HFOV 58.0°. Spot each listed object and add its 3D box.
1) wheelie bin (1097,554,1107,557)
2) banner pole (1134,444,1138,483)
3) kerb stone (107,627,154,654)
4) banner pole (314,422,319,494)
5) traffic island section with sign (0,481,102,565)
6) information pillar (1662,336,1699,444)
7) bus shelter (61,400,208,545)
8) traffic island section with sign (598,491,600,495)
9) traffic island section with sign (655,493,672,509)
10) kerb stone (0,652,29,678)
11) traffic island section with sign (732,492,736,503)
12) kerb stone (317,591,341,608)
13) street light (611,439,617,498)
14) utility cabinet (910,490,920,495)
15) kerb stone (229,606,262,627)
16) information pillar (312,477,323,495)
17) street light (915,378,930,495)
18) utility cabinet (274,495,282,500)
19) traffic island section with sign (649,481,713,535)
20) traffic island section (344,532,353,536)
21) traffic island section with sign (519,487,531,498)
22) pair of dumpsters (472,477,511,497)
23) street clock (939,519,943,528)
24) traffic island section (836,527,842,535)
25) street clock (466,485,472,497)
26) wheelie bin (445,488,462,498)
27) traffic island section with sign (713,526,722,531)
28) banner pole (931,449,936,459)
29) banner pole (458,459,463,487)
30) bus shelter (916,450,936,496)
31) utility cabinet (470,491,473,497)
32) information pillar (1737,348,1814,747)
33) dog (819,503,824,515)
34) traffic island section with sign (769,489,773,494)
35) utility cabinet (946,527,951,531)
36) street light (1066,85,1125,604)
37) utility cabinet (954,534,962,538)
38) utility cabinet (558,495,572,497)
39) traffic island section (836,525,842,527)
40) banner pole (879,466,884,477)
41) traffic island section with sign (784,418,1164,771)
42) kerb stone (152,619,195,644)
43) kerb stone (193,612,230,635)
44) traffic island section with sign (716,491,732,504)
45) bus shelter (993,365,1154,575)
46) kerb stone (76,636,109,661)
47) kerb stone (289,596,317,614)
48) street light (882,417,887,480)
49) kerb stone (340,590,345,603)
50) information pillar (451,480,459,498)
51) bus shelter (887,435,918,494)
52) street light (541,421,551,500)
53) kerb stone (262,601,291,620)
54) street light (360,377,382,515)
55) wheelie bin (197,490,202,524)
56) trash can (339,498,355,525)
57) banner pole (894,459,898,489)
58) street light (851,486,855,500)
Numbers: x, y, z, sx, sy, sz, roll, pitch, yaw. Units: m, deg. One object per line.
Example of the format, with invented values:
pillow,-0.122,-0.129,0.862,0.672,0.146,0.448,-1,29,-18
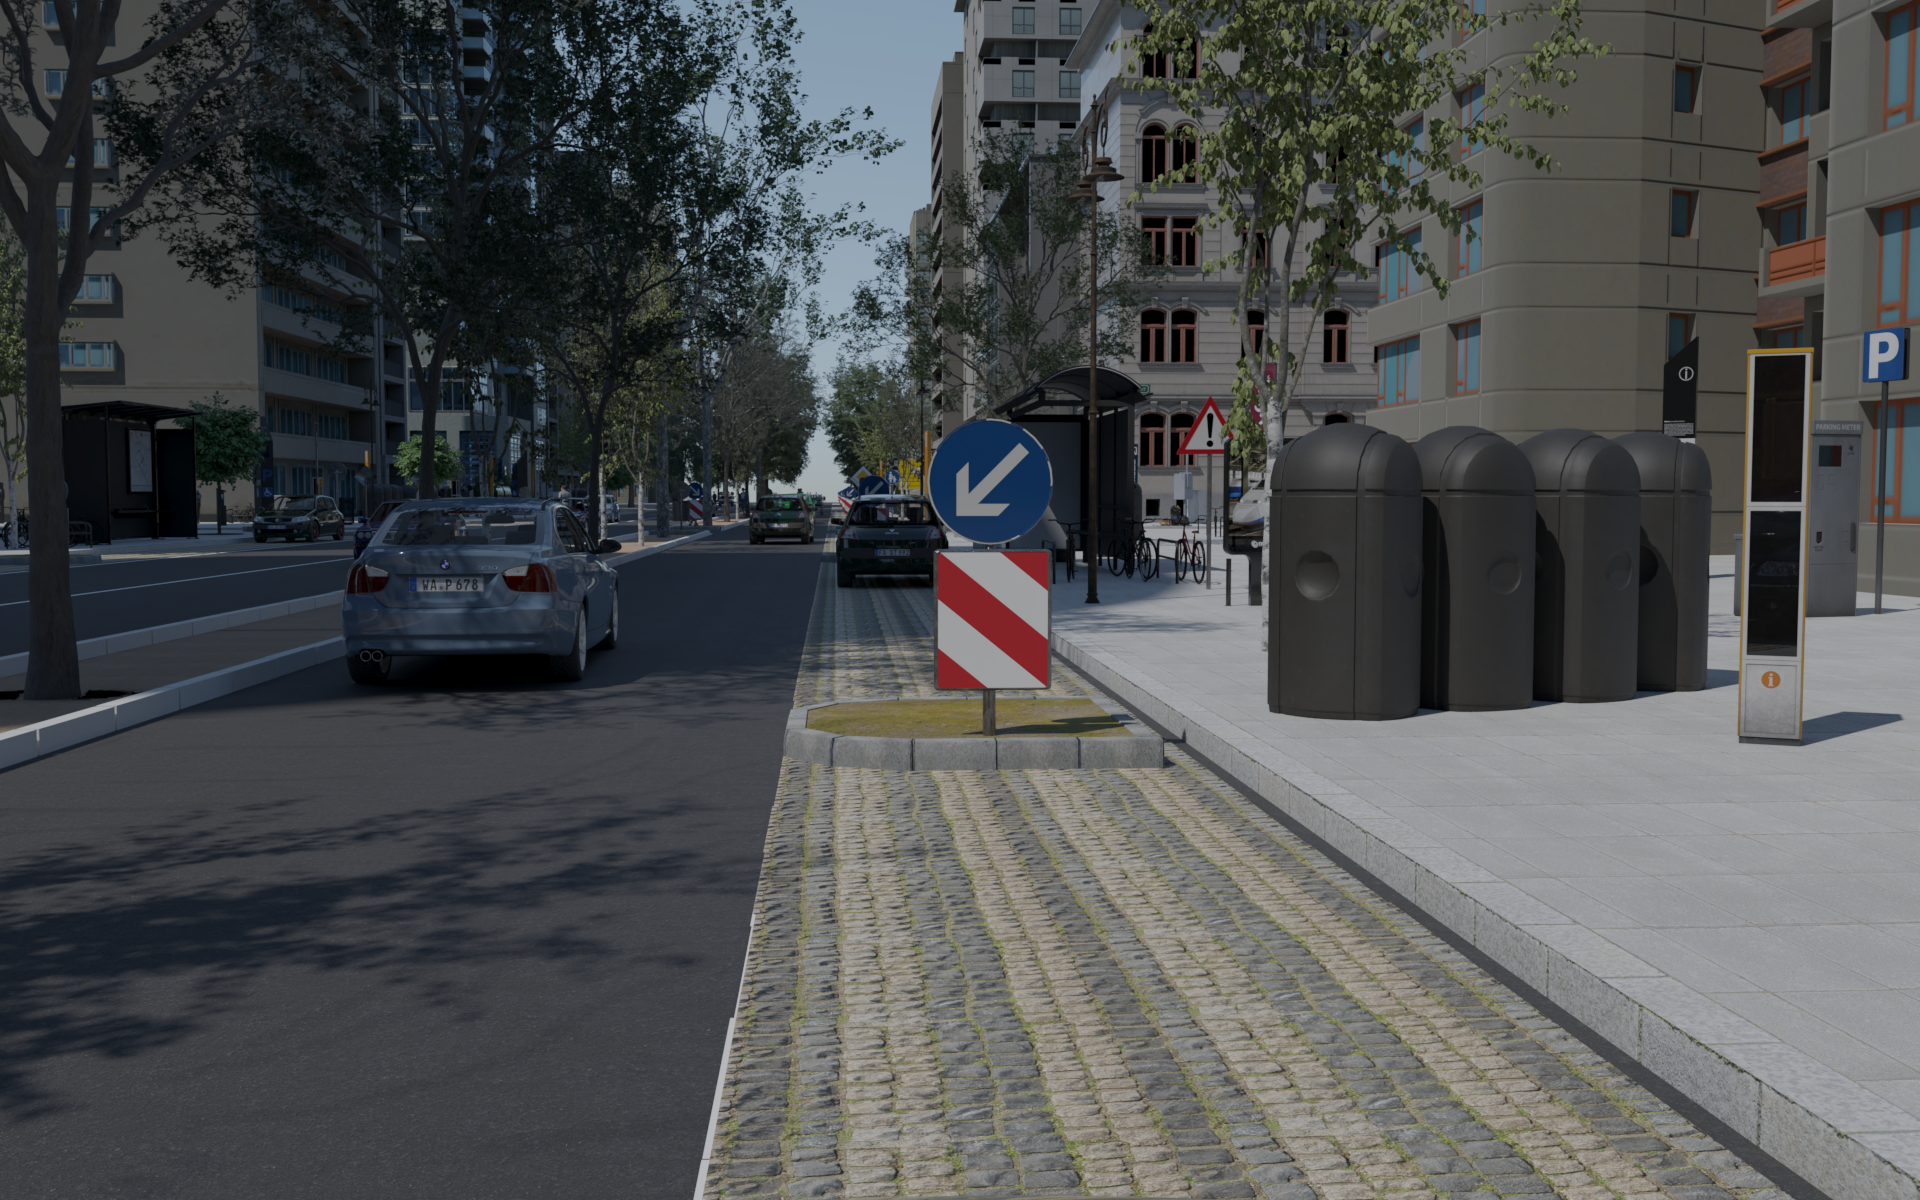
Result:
wheelie bin,3.048,-1.673,35.265,0.693,1.594,0.980,0,4,6
banner pole,7.450,-5.258,75.979,0.863,3.779,0.401,2,4,34
kerb stone,-7.672,0.387,15.882,0.120,0.150,1.000,0,4,-4
banner pole,-22.351,-4.295,60.239,0.401,3.779,0.863,-1,4,-23
traffic island section with sign,-18.877,-1.649,35.592,1.989,1.847,2.006,0,4,-4
information pillar,10.748,-2.111,25.865,0.504,3.616,0.183,3,4,37
bus shelter,-22.074,-3.371,46.391,1.731,3.624,6.357,0,4,-4
traffic island section with sign,-24.844,-6.685,117.922,1.989,1.847,2.006,0,4,-4
traffic island section with sign,-28.463,-9.744,167.936,1.989,1.847,2.006,0,4,-4
kerb stone,-7.519,0.514,13.832,0.120,0.150,1.000,0,4,-4
traffic island section with sign,-36.386,-16.427,277.208,1.989,1.847,2.006,0,4,-4
kerb stone,-8.105,0.016,22.020,0.120,0.150,1.000,0,4,-4
street light,-28.875,-10.503,144.508,0.468,5.910,1.993,0,4,-4
utility cabinet,-2.359,-5.005,90.512,0.318,1.500,1.173,-1,4,-16
kerb stone,-7.891,0.199,18.948,0.120,0.150,1.000,0,4,-4
information pillar,-28.264,-4.389,76.244,0.304,2.012,0.304,1,4,13
street light,-1.339,-5.404,61.139,0.468,5.910,1.993,0,4,-4
utility cabinet,-31.145,-4.159,79.163,1.020,1.237,0.306,-2,4,-29
traffic island section with sign,-9.920,-3.248,61.238,2.006,1.907,1.989,0,4,-4
traffic island section,-20.654,-2.321,60.228,2.009,0.180,2.903,0,4,-4
traffic island section with sign,-22.894,-5.040,91.038,1.989,1.847,2.006,0,4,-4
pair of dumpsters,-26.867,-5.917,99.229,1.574,2.255,4.437,0,4,-4
street clock,-0.587,-3.082,54.962,0.358,2.002,0.471,2,4,28
traffic island section,-3.407,-2.397,61.468,2.009,0.180,2.903,0,4,-4
street clock,-40.279,-8.415,142.161,0.471,2.002,0.358,-2,4,-25
wheelie bin,-27.138,-5.197,92.880,0.980,1.594,0.693,0,4,-2
traffic island section with sign,-10.445,-3.700,68.626,2.006,1.907,1.989,0,4,-4
banner pole,-1.064,-5.724,83.604,0.863,3.779,0.401,1,4,10
banner pole,-35.957,-8.234,124.645,0.863,3.779,0.401,3,5,43
bus shelter,-0.934,-5.241,79.620,2.014,3.302,5.546,0,4,-4
utility cabinet,-30.723,-6.238,110.670,1.173,1.500,0.318,1,4,11
information pillar,4.197,-0.271,8.920,0.304,2.012,0.304,2,4,25
dog,-9.696,-6.318,120.140,0.513,0.831,0.800,2,4,35
traffic island section with sign,-15.884,-8.283,143.568,2.006,1.907,1.989,0,4,-4
utility cabinet,-0.128,-3.098,59.336,1.173,1.500,0.318,-2,4,-30
street light,1.555,-2.899,20.182,0.468,5.910,1.993,0,4,-4
utility cabinet,0.169,-2.423,50.778,0.306,1.237,1.020,-2,4,-29
utility cabinet,-26.615,-6.451,116.634,1.020,1.237,0.306,2,4,32
traffic island section,-3.984,-2.884,69.432,2.009,0.180,2.903,0,4,-4
banner pole,-6.062,-9.029,137.641,0.863,3.779,0.401,-2,4,-34
traffic island section with sign,0.002,-0.076,9.870,1.989,1.847,2.006,0,4,-4
kerb stone,-7.742,0.325,16.902,0.120,0.150,1.000,0,4,-4
kerb stone,-7.814,0.261,17.926,0.120,0.150,1.000,0,4,-4
traffic island section with sign,-34.425,-14.783,250.324,1.989,1.847,2.006,0,4,-4
bus shelter,1.824,-2.201,29.904,2.014,3.302,5.546,0,4,-4
kerb stone,-7.597,0.449,14.856,0.120,0.150,1.000,0,4,-4
kerb stone,-8.034,0.073,20.995,0.120,0.150,1.000,0,4,-4
street light,-4.387,-7.948,102.732,0.468,5.910,1.993,0,4,-4
kerb stone,-8.187,-0.052,23.051,0.120,0.150,1.000,0,4,-4
information pillar,-26.609,-5.311,91.320,0.304,2.012,0.304,0,4,5
bus shelter,-3.721,-8.338,113.951,2.179,5.291,8.768,0,4,-4
street light,-26.277,-8.393,110.013,0.468,5.910,1.993,0,4,-4
kerb stone,-7.964,0.138,19.968,0.120,0.150,1.000,0,4,-4
street light,-23.328,-5.867,68.716,0.468,5.910,1.993,0,4,-4
wheelie bin,-33.097,-4.078,74.582,0.693,1.594,0.980,1,4,22
trash can,-25.471,-3.685,71.903,0.748,1.137,0.748,0,3,0
banner pole,-3.757,-7.186,107.513,0.863,3.779,0.401,-2,4,-27
street light,-18.994,-20.218,303.345,0.468,5.910,1.993,0,4,-4
